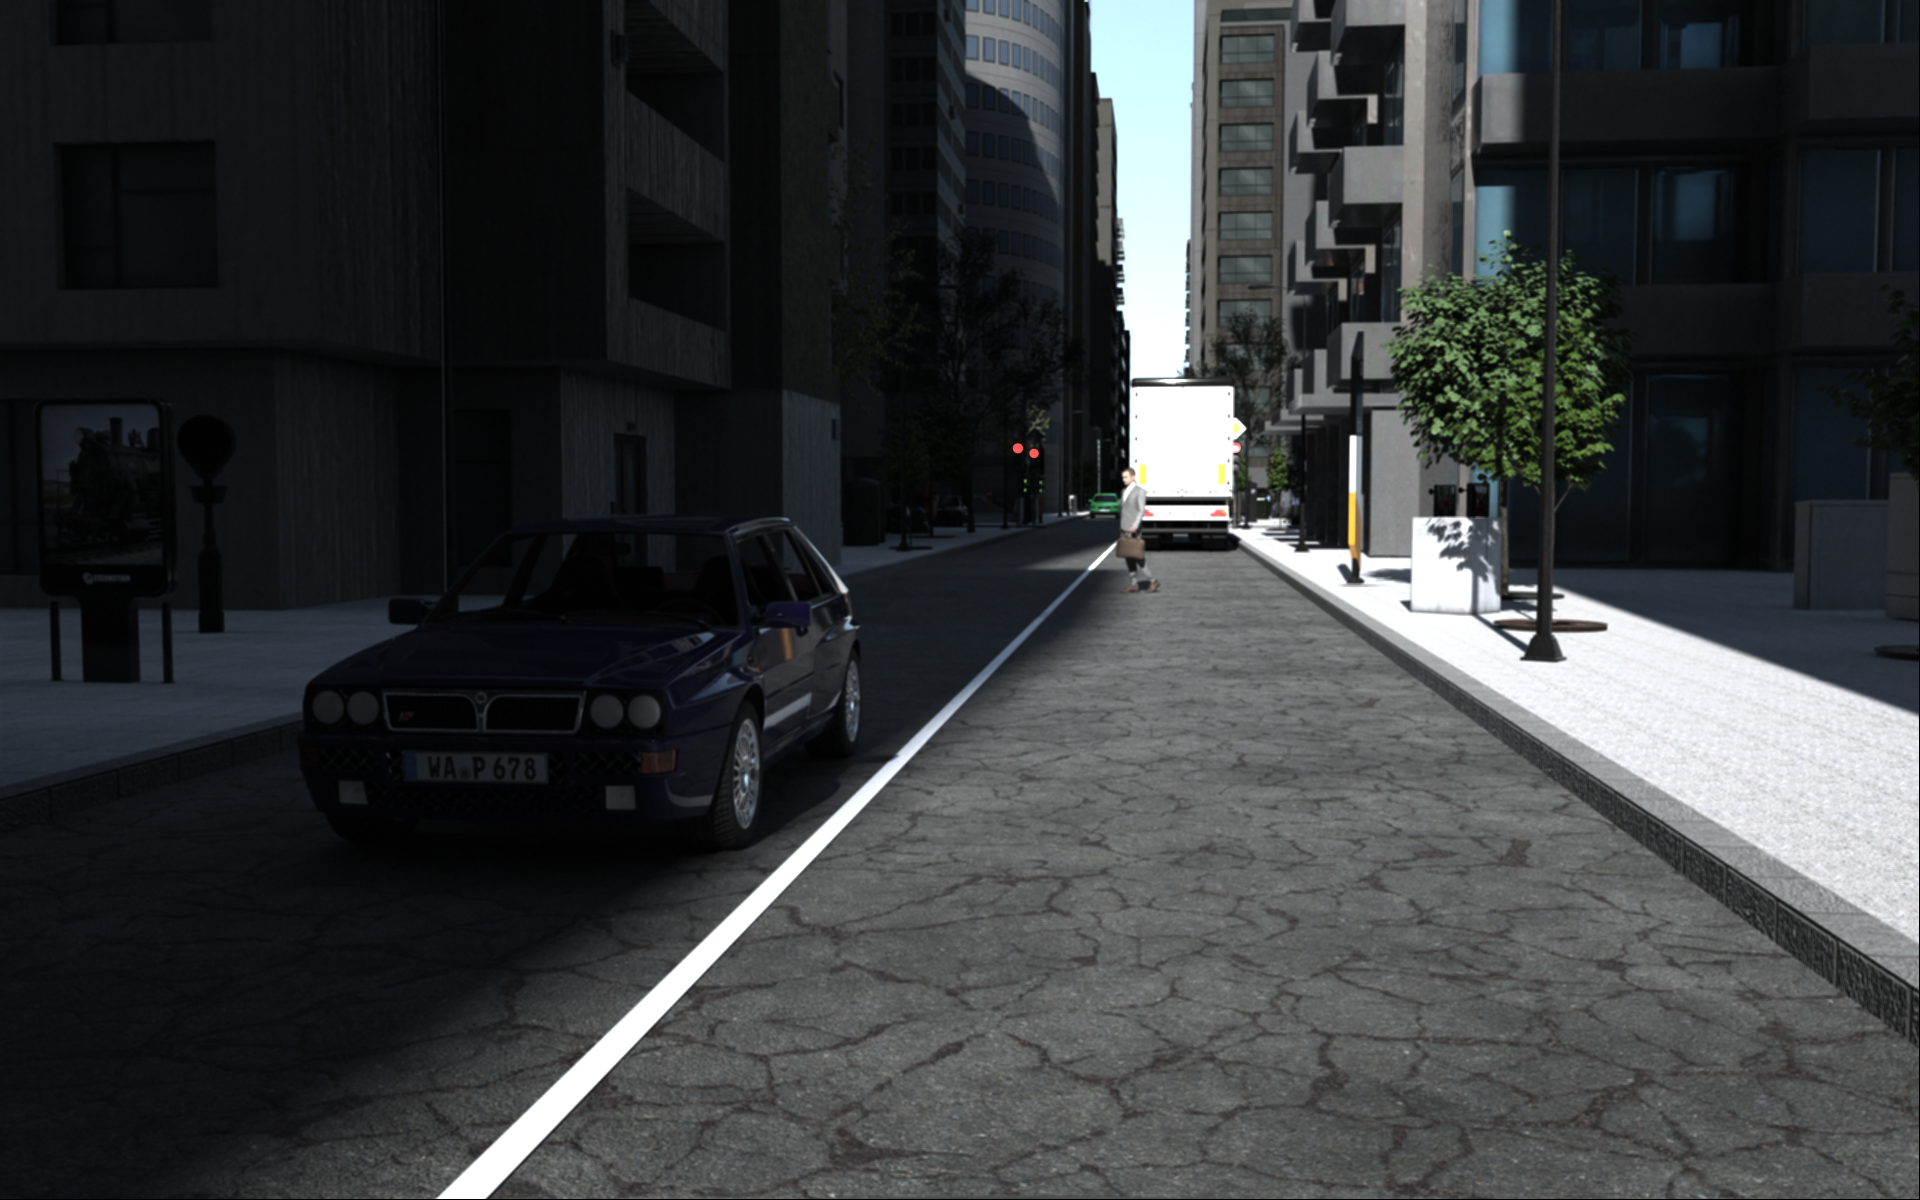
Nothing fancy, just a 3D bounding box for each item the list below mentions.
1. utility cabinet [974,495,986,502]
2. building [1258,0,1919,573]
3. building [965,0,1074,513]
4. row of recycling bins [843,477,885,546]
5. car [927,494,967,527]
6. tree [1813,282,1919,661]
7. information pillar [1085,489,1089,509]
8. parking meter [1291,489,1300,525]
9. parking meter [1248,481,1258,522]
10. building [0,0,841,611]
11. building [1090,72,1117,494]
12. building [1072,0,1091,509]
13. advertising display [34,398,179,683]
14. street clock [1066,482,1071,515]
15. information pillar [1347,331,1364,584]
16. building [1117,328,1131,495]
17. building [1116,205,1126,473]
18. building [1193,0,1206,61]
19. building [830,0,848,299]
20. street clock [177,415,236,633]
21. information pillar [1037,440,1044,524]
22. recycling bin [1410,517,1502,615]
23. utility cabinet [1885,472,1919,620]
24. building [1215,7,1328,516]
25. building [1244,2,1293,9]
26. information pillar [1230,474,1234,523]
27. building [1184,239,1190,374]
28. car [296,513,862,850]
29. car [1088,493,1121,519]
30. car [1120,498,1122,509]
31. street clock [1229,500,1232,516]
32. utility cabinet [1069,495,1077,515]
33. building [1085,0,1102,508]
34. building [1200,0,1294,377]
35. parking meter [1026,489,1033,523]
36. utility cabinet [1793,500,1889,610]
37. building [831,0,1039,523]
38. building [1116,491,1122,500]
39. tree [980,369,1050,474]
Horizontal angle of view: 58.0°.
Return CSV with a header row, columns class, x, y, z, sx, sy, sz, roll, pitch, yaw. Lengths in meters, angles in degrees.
class,x,y,z,sx,sy,sz,roll,pitch,yaw
utility cabinet,1.164,-5.918,107.925,1.020,1.237,0.306,-1,4,-11
building,19.619,-25.724,40.195,23.786,49.044,30.456,0,4,7
building,-3.289,-35.448,121.577,21.231,58.520,28.212,0,4,7
row of recycling bins,-2.476,-2.282,44.423,1.069,1.692,3.534,0,4,1
car,-1.649,-3.583,68.368,4.222,1.686,2.009,0,4,7
tree,7.786,-1.148,13.376,1.663,3.219,1.824,0,3,0
information pillar,10.841,-8.755,147.636,0.304,2.012,0.304,0,4,-4
parking meter,13.904,-3.872,71.712,0.372,1.533,0.369,0,3,0
parking meter,13.228,-4.436,78.237,0.399,1.863,0.255,0,4,-4
building,-9.930,-15.457,24.418,14.160,30.474,14.107,0,4,7
building,7.463,-35.510,204.283,21.300,48.544,21.600,0,4,7
building,4.475,-30.916,155.584,14.600,45.320,14.200,0,4,7
advertising display,-5.800,-0.402,11.783,0.974,1.923,0.123,1,4,10
street clock,6.559,-6.132,104.833,0.358,2.002,0.471,0,4,6
information pillar,5.656,-2.041,24.727,0.183,3.616,0.504,2,4,24
building,21.705,-31.957,294.198,14.160,30.474,14.107,0,4,7
building,14.557,-39.878,271.619,23.786,49.044,30.456,0,4,7
building,34.967,-39.145,182.023,21.231,58.520,28.212,0,4,7
building,-18.659,-28.335,52.522,27.495,52.752,28.713,0,4,7
street clock,-6.943,-0.700,16.010,0.471,2.002,0.358,-1,4,-12
information pillar,3.544,-5.140,75.387,0.183,3.616,0.504,-1,4,-17
recycling bin,5.377,-0.380,18.770,0.722,1.027,0.722,-3,5,-44
utility cabinet,9.768,-0.525,17.270,0.318,1.500,1.173,0,4,-6
building,22.790,-20.488,106.676,14.160,30.474,14.107,0,4,7
building,33.600,-26.936,132.290,32.217,40.220,23.993,0,4,7
information pillar,12.015,-5.181,76.067,0.183,3.616,0.504,-1,4,-15
building,48.506,-38.764,288.409,22.147,44.769,28.867,0,4,7
car,-1.568,0.264,8.272,1.945,1.354,3.894,0,4,6
car,8.579,-5.713,102.209,1.959,1.807,4.718,0,4,6
car,16.041,-9.228,162.873,2.014,1.417,4.499,1,4,9
street clock,15.565,-5.838,100.022,0.471,2.002,0.358,2,4,35
utility cabinet,6.995,-5.878,107.270,0.306,1.237,1.020,1,4,15
building,3.656,-52.873,177.139,22.319,86.520,31.000,0,4,7
building,32.877,-32.646,157.460,21.300,48.544,21.600,0,4,7
parking meter,3.070,-4.236,77.664,0.372,1.533,0.369,0,3,0
utility cabinet,9.843,-0.498,19.302,1.020,1.237,0.306,0,4,-8
building,-12.613,-24.055,85.175,32.217,40.220,23.993,0,4,7
building,6.711,-33.827,244.951,32.217,40.220,23.993,0,4,7
tree,2.816,-9.115,99.389,4.737,8.622,4.395,0,3,0
